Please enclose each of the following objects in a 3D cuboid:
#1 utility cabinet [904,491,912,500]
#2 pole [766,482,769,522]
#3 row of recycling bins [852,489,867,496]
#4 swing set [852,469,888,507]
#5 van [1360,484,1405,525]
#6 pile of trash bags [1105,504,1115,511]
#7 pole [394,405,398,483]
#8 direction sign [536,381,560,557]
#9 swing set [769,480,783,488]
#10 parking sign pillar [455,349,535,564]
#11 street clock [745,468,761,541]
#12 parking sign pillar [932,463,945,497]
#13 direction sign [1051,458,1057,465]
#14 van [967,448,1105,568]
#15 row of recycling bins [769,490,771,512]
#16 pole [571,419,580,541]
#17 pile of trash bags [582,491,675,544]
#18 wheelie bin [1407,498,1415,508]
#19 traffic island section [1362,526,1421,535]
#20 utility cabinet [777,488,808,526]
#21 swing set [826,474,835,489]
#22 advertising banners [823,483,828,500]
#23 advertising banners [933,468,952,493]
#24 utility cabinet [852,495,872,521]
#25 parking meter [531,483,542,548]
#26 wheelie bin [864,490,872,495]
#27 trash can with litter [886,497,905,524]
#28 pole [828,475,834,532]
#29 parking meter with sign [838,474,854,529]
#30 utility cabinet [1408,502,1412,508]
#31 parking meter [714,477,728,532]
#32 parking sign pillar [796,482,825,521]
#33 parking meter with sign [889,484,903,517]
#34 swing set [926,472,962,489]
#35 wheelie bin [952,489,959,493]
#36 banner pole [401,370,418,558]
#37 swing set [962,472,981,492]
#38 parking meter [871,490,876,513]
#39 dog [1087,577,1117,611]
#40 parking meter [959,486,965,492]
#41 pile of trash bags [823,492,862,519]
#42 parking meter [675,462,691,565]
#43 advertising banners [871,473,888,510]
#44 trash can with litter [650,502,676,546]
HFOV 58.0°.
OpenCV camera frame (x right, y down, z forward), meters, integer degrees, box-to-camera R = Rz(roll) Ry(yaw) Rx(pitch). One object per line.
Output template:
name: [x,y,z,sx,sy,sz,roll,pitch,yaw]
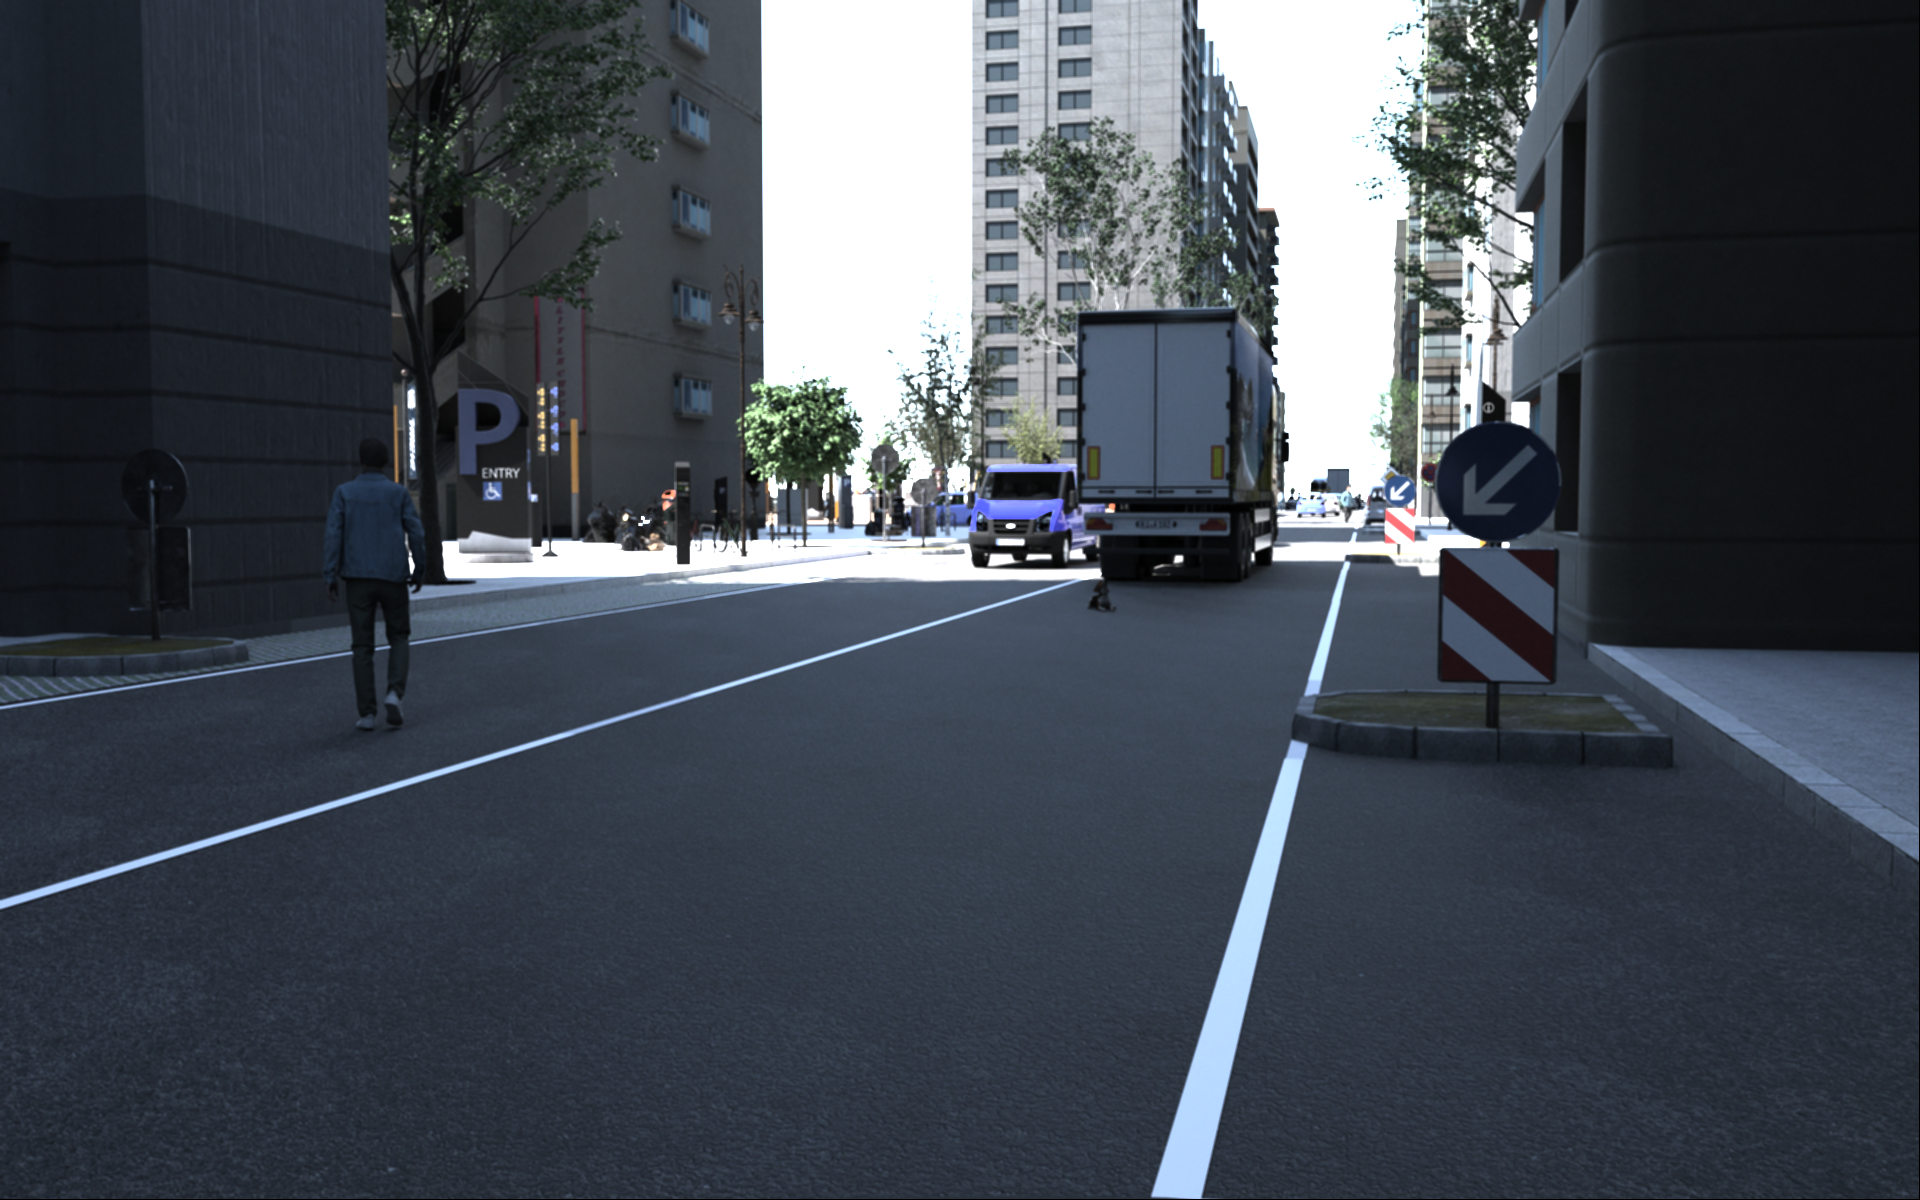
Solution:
utility cabinet: [-3.839,-7.881,137.538,1.173,1.500,0.318,-1,4,-8]
pole: [-8.776,-5.191,78.717,0.158,3.312,0.155,0,3,0]
row of recycling bins: [-8.105,-8.196,141.119,3.534,1.692,1.069,1,4,12]
swing set: [-4.997,-6.876,110.048,3.119,2.851,2.862,0,4,2]
van: [18.241,-4.125,74.452,2.013,2.044,4.112,1,4,12]
pile of trash bags: [6.722,-4.748,87.388,3.447,1.369,1.912,3,5,44]
pole: [-13.024,-2.812,39.821,0.158,3.312,0.155,0,3,0]
direction sign: [-8.340,-2.639,35.145,0.379,3.537,0.876,-3,5,-42]
swing set: [-10.070,-5.294,84.169,3.119,2.851,2.862,2,4,24]
parking sign pillar: [-8.688,-2.678,32.260,1.447,3.967,1.447,0,4,-5]
street clock: [-5.648,-2.624,47.475,0.471,2.002,0.358,0,4,3]
parking sign pillar: [-1.633,-8.494,127.348,1.447,3.967,1.447,-2,4,-32]
direction sign: [5.856,-7.237,110.326,0.379,3.537,0.876,-3,4,-38]
van: [1.635,-1.898,35.416,2.240,2.365,5.245,1,4,15]
row of recycling bins: [-15.420,-7.246,125.588,3.534,1.692,1.069,-1,4,-19]
pole: [-10.440,-3.250,46.983,0.158,3.312,0.155,0,3,0]
pile of trash bags: [-8.202,-2.132,44.618,3.447,1.369,1.912,3,5,44]
wheelie bin: [33.451,-7.390,128.734,0.693,1.594,0.980,0,4,5]
traffic island section: [15.528,-2.453,62.388,2.009,0.180,2.903,1,4,13]
utility cabinet: [-6.583,-3.627,67.980,1.173,1.500,0.318,0,4,7]
swing set: [-9.573,-8.502,136.623,2.862,2.851,3.119,2,4,28]
advertising banners: [-8.356,-6.873,108.554,0.090,3.025,2.074,1,4,12]
advertising banners: [-0.774,-7.428,117.634,2.074,3.025,0.090,0,4,7]
utility cabinet: [-4.651,-4.312,81.656,1.020,1.237,0.306,2,4,26]
parking meter: [-10.207,-2.024,41.505,0.372,1.533,0.369,0,3,0]
wheelie bin: [-6.852,-7.525,130.939,0.693,1.594,0.980,-3,5,-41]
trash can with litter: [-2.759,-3.856,74.428,0.624,1.170,1.055,-1,4,-20]
pole: [-4.322,-3.926,58.029,0.158,3.312,0.155,0,3,0]
parking meter with sign: [-4.333,-4.207,65.052,0.543,3.016,1.738,-1,4,-16]
utility cabinet: [32.693,-7.001,125.628,0.306,1.237,1.020,1,4,19]
parking meter: [-8.033,-3.210,58.191,0.399,1.863,0.255,-2,4,-25]
parking sign pillar: [-7.206,-5.782,83.000,1.447,3.967,1.447,2,4,29]
parking meter with sign: [-3.519,-6.068,95.468,1.738,3.016,0.543,2,4,27]
swing set: [-0.839,-7.680,123.181,3.119,2.851,2.862,0,4,-3]
wheelie bin: [-0.294,-6.370,112.053,0.693,1.594,0.980,-2,4,-27]
banner pole: [-11.032,-2.736,34.746,0.401,3.779,0.863,-3,4,-36]
swing set: [2.386,-7.398,118.583,3.119,2.851,2.862,2,4,32]
parking meter: [-5.998,-6.846,120.348,0.372,1.533,0.369,0,3,0]
dog: [1.822,-0.081,21.516,0.550,0.427,0.748,2,4,33]
parking meter: [0.103,-6.866,117.974,0.399,1.863,0.255,0,4,-4]
pile of trash bags: [-6.479,-5.296,96.334,1.912,1.369,3.447,2,4,30]
parking meter: [-5.009,-1.566,31.311,0.255,1.863,0.399,-1,4,-12]
advertising banners: [-5.802,-8.001,126.998,2.074,3.025,0.090,3,4,39]
trash can with litter: [-7.180,-1.896,42.395,1.055,1.170,0.624,-2,4,-25]
